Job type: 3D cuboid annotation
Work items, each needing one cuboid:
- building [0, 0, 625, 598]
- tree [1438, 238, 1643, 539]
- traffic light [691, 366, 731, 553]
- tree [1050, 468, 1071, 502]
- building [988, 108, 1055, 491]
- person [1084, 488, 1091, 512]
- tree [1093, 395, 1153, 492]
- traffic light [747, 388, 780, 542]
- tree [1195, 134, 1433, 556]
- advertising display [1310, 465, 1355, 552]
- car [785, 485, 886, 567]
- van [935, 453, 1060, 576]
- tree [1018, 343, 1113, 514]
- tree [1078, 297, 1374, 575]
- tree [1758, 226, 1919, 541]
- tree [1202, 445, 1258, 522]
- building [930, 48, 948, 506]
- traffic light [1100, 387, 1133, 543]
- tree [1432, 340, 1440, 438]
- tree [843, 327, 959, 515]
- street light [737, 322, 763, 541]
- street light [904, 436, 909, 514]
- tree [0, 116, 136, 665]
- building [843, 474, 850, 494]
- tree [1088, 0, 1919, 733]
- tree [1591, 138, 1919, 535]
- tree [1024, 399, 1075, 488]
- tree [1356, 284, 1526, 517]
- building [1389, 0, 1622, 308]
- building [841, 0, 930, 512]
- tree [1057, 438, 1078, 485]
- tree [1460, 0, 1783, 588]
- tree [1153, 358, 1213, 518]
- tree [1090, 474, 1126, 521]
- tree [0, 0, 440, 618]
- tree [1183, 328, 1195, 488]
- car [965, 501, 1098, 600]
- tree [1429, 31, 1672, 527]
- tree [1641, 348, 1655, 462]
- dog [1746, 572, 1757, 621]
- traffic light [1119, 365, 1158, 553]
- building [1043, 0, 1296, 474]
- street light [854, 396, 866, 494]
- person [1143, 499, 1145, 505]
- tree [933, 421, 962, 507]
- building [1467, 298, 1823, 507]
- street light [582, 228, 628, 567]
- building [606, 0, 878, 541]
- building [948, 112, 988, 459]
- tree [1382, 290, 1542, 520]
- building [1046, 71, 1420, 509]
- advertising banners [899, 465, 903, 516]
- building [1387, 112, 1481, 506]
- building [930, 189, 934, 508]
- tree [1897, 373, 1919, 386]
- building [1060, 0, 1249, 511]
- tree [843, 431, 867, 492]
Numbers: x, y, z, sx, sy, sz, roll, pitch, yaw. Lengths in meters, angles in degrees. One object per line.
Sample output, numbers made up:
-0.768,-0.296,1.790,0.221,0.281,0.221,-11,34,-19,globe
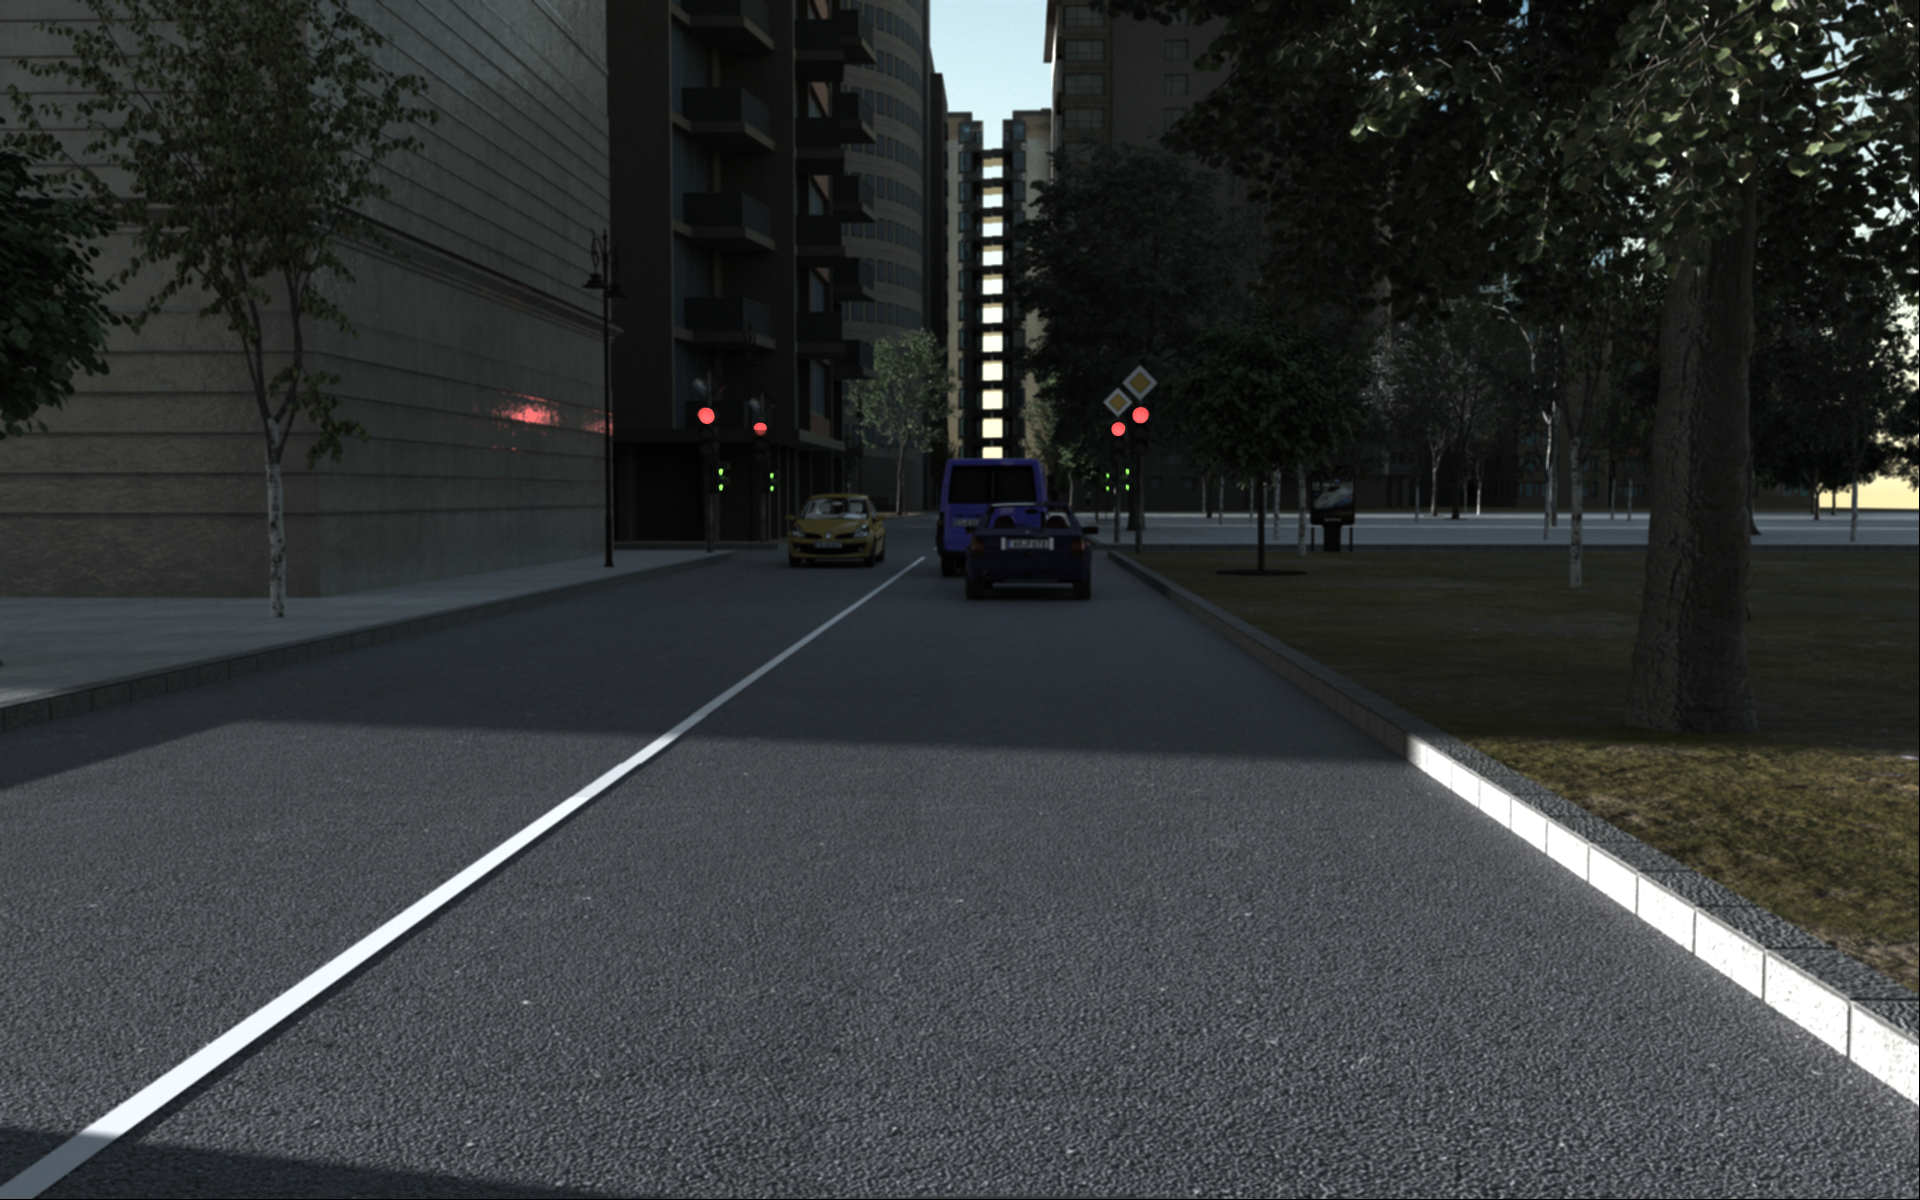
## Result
-29.083,-15.449,29.002,44.131,29.872,17.030,0,4,2,building
16.492,-6.041,49.135,4.360,8.622,3.978,0,3,0,tree
-5.475,-2.999,37.961,0.839,4.253,0.868,0,4,2,traffic light
7.340,-7.857,123.058,1.663,3.219,1.824,0,3,0,tree
19.234,-36.391,214.594,30.456,49.044,23.786,0,4,2,building
9.234,-7.261,125.550,0.721,1.735,1.217,1,4,22,person
9.543,-9.435,104.631,4.360,8.622,3.978,0,3,0,tree
-5.225,-3.488,45.942,0.839,4.253,0.868,0,4,2,traffic light
7.119,-5.209,35.530,4.360,8.622,3.978,0,3,0,tree
8.286,-2.038,38.533,0.974,1.923,0.123,0,4,2,advertising display
-2.480,-1.532,35.276,2.015,1.641,3.980,0,4,2,car
0.710,-1.684,31.915,2.240,2.365,5.245,0,4,4,van
7.463,-11.522,114.143,9.928,11.665,9.643,0,3,0,tree
4.827,-2.705,27.948,4.285,4.588,4.351,0,3,0,tree
24.141,-5.912,47.029,4.360,8.622,3.978,0,3,0,tree
13.504,-7.845,78.625,4.737,8.622,4.395,0,3,0,tree
-12.222,-34.401,186.149,21.600,48.544,21.300,0,4,2,building
4.132,-3.471,45.666,0.839,4.253,0.868,0,4,2,traffic light
20.850,-7.909,79.682,4.360,8.622,3.978,0,3,0,tree
-3.614,-11.099,107.227,9.928,11.665,9.643,0,3,0,tree
-5.651,-4.524,46.752,0.468,5.910,1.993,0,4,2,street light
-3.560,-8.596,113.327,0.468,5.910,1.993,0,4,2,street light
-7.879,-1.765,12.566,4.285,4.588,4.351,0,3,0,tree
-16.522,-39.927,91.058,20.563,71.187,20.611,0,4,2,building
4.034,-6.279,9.314,9.857,13.997,8.962,0,3,0,tree
24.939,-8.403,54.405,9.611,12.733,9.660,0,3,0,tree
6.954,-10.865,128.012,4.737,8.622,4.395,0,3,0,tree
27.192,-11.511,98.571,12.009,13.543,11.850,0,3,0,tree
65.351,-54.977,211.547,31.000,86.520,22.319,0,4,2,building
-13.486,-36.240,134.524,21.231,58.520,28.212,0,4,2,building
5.909,-5.503,73.692,4.285,4.588,4.351,0,3,0,tree
8.458,-4.459,23.264,4.737,8.622,4.395,0,3,0,tree
13.720,-9.678,92.653,7.601,10.594,8.767,1,4,11,tree
6.826,-5.360,82.241,1.663,3.219,1.824,0,3,0,tree
-7.188,-4.111,17.576,4.737,8.622,4.395,0,3,0,tree
10.929,-7.455,72.260,4.360,8.622,3.978,0,3,0,tree
1.019,-0.753,24.900,1.945,1.354,3.894,0,4,4,car
24.518,-12.986,68.213,12.611,20.169,13.585,0,3,0,tree
32.359,-8.106,82.899,4.360,8.622,3.978,0,3,0,tree
7.811,-0.051,17.657,0.540,0.507,0.406,1,4,20,dog
3.883,-2.983,37.685,0.839,4.253,0.868,0,4,2,traffic light
23.290,-36.247,181.876,28.713,52.752,27.495,0,4,2,building
-4.598,-6.547,79.829,0.468,5.910,1.993,0,4,2,street light
7.865,-4.325,76.774,0.620,1.820,0.660,3,5,44,person
-2.113,-13.539,171.726,4.737,8.622,4.395,0,3,0,tree
68.869,-20.542,180.895,28.899,21.520,27.650,0,4,2,building
-6.187,-3.521,30.360,0.468,5.910,1.993,0,4,2,street light
-14.473,-24.739,59.106,22.147,44.769,28.867,0,4,2,building
-11.186,-36.489,216.197,30.456,49.044,23.786,0,4,2,building
25.242,-9.876,87.236,9.928,11.665,9.643,0,3,0,tree
24.066,-28.410,156.385,32.217,40.220,23.993,0,4,2,building
-3.445,-6.416,101.096,0.090,3.025,2.074,0,4,3,advertising banners
47.607,-30.849,187.975,14.086,41.232,14.154,0,4,2,building
-9.734,-23.535,156.492,14.160,30.474,14.107,0,4,2,building
48.264,-7.202,80.666,20.602,7.101,11.467,2,4,23,tree
14.977,-27.742,137.177,14.154,41.232,14.086,0,4,2,building
-5.840,-5.688,76.717,4.285,4.588,4.351,0,3,0,tree
